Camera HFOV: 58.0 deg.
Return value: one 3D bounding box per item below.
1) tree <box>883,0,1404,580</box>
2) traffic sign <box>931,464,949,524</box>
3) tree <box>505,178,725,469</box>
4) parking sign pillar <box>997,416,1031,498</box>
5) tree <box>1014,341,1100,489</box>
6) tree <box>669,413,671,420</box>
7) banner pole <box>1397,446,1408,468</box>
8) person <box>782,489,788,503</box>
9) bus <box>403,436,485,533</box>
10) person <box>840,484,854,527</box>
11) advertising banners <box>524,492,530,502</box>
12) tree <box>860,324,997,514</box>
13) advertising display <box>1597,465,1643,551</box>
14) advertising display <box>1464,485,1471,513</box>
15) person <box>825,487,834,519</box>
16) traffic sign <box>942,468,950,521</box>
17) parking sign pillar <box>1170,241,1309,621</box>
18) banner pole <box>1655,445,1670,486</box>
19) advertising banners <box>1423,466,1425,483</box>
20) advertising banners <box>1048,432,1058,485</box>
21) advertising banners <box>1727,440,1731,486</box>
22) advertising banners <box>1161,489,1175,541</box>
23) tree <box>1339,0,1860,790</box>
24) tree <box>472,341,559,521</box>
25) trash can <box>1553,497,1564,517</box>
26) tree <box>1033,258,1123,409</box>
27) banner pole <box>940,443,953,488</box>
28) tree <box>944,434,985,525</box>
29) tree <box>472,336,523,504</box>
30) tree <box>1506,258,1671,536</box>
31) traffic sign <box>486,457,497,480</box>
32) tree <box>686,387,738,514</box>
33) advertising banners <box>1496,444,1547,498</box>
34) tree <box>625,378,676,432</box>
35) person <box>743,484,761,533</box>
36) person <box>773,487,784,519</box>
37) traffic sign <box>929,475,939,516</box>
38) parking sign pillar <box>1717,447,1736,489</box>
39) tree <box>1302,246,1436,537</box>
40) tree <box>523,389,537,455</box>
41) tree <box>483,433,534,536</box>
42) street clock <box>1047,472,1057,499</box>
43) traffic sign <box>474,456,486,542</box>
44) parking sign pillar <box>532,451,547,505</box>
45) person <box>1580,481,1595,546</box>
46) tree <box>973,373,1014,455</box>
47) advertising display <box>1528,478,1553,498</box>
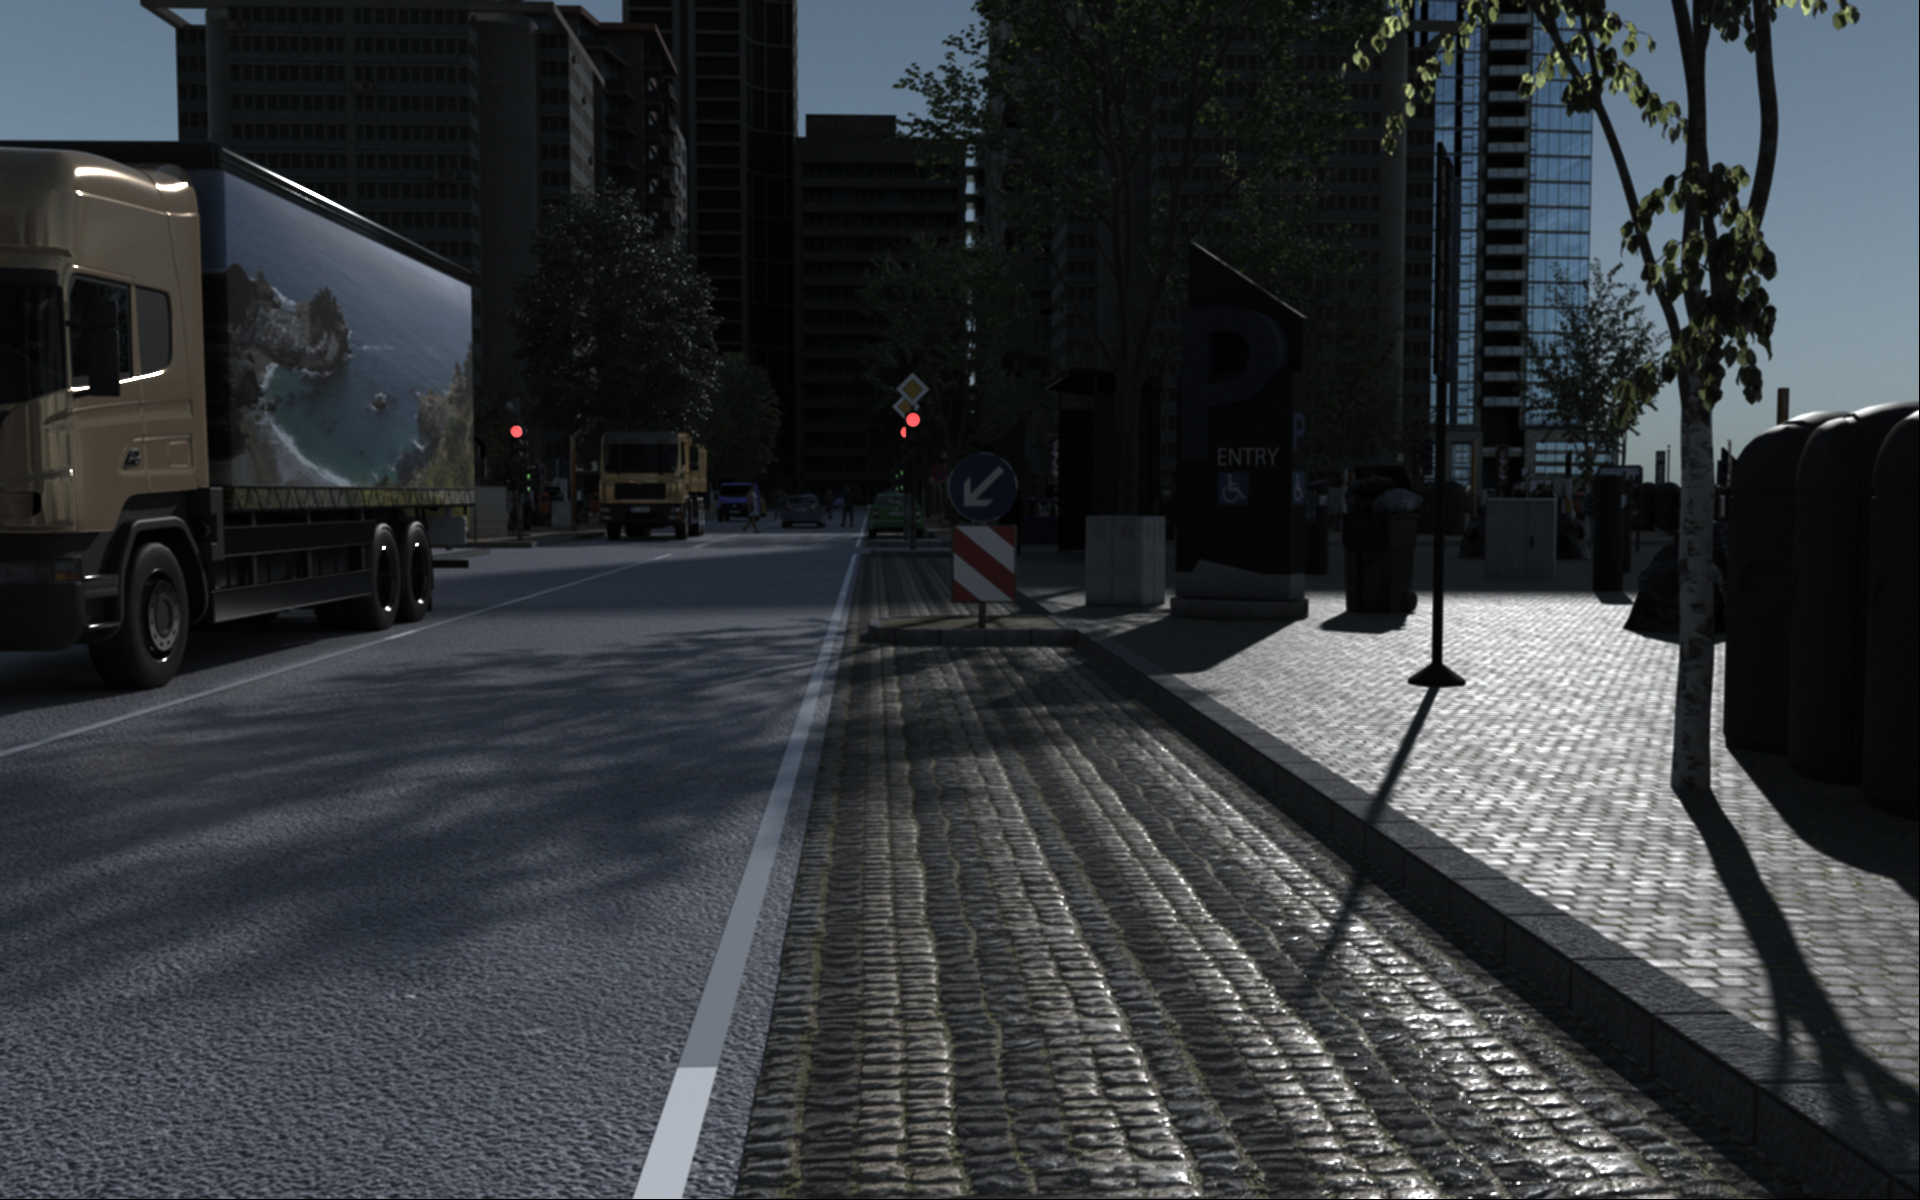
[{"bbox_3d":[2.546,-6.104,25.554,9.928,11.665,9.643,0,3,0],"label":"tree"},{"bbox_3d":[-0.856,-4.528,74.134,0.768,2.556,0.104,0,4,4],"label":"traffic sign"},{"bbox_3d":[-13.752,-10.004,70.226,9.857,13.997,8.962,0,3,0],"label":"tree"},{"bbox_3d":[1.882,-4.399,60.396,1.447,3.967,1.447,-3,5,-41],"label":"parking sign pillar"},{"bbox_3d":[5.022,-8.156,83.705,4.737,8.622,4.395,0,3,0],"label":"tree"},{"bbox_3d":[-17.191,-12.062,122.971,9.928,11.665,9.643,0,3,0],"label":"tree"},{"bbox_3d":[23.074,-6.132,90.268,0.863,3.779,0.401,-2,4,-24],"label":"banner pole"},{"bbox_3d":[-12.988,-7.310,128.007,1.348,1.826,0.705,3,4,37],"label":"person"},{"bbox_3d":[-18.423,-3.178,43.513,12.252,3.916,2.896,0,4,-4],"label":"bus"},{"bbox_3d":[-4.942,-4.129,75.778,0.659,1.850,0.755,-3,4,-38],"label":"person"},{"bbox_3d":[-21.893,-5.572,87.294,0.090,3.025,2.074,0,4,-3],"label":"advertising banners"},{"bbox_3d":[-2.009,-12.057,114.141,9.611,12.733,9.660,0,3,0],"label":"tree"},{"bbox_3d":[14.822,-2.063,38.942,0.974,1.923,0.123,3,5,40],"label":"advertising display"},{"bbox_3d":[34.784,-6.936,118.624,0.123,1.923,0.974,3,4,38],"label":"advertising display"},{"bbox_3d":[-7.495,-5.563,99.422,0.622,1.834,0.822,2,4,28],"label":"person"},{"bbox_3d":[-0.664,-5.122,83.848,0.768,2.556,0.104,0,4,2],"label":"traffic sign"},{"bbox_3d":[2.944,-1.815,18.142,1.447,3.967,1.447,2,4,33],"label":"parking sign pillar"},{"bbox_3d":[35.959,-6.026,88.544,0.863,3.779,0.401,0,4,8],"label":"banner pole"},{"bbox_3d":[28.512,-6.826,107.797,0.090,3.025,2.074,0,4,-8],"label":"advertising banners"},{"bbox_3d":[3.209,-3.198,48.471,0.090,3.025,2.074,-3,5,-42],"label":"advertising banners"},{"bbox_3d":[25.263,-3.695,56.602,0.090,3.025,2.074,2,4,35],"label":"advertising banners"},{"bbox_3d":[6.426,-3.164,47.918,2.074,3.025,0.090,-1,4,-13],"label":"advertising banners"},{"bbox_3d":[2.960,-3.483,7.317,4.360,8.622,3.978,0,3,0],"label":"tree"},{"bbox_3d":[-21.491,-8.101,82.821,4.737,8.622,4.395,0,3,0],"label":"tree"},{"bbox_3d":[26.829,-4.067,78.151,0.748,1.137,0.748,0,3,0],"label":"trash can"},{"bbox_3d":[4.649,-6.225,52.149,4.360,8.622,3.978,0,3,0],"label":"tree"},{"bbox_3d":[-0.590,-5.799,84.833,0.863,3.779,0.401,1,4,20],"label":"banner pole"},{"bbox_3d":[0.442,-3.743,55.797,1.663,3.219,1.824,0,3,0],"label":"tree"},{"bbox_3d":[-22.511,-7.765,77.317,4.360,8.622,3.978,0,3,0],"label":"tree"},{"bbox_3d":[19.131,-6.297,53.318,4.737,8.622,4.395,0,3,0],"label":"tree"},{"bbox_3d":[-14.680,-3.246,54.255,0.795,2.450,0.064,0,4,5],"label":"traffic sign"},{"bbox_3d":[-16.656,-10.009,114.002,4.737,8.622,4.395,0,3,0],"label":"tree"},{"bbox_3d":[19.327,-3.886,59.719,0.090,3.025,2.074,-3,4,-36],"label":"advertising banners"},{"bbox_3d":[-19.541,-9.616,107.590,4.360,8.622,3.978,0,3,0],"label":"tree"},{"bbox_3d":[-7.622,-3.340,63.205,0.778,1.811,0.616,2,4,27],"label":"person"},{"bbox_3d":[-10.576,-5.676,101.113,0.655,1.846,0.447,-1,4,-11],"label":"person"},{"bbox_3d":[-1.433,-6.195,101.391,0.768,2.556,0.104,0,4,5],"label":"traffic sign"},{"bbox_3d":[44.073,-6.788,99.460,1.447,3.967,1.447,-1,4,-16],"label":"parking sign pillar"},{"bbox_3d":[11.280,-6.187,51.519,4.737,8.622,4.395,0,3,0],"label":"tree"},{"bbox_3d":[-29.850,-10.064,114.914,4.360,8.622,3.978,0,3,0],"label":"tree"},{"bbox_3d":[-13.665,-3.574,53.033,1.663,3.219,1.824,0,3,0],"label":"tree"},{"bbox_3d":[3.037,-3.198,56.858,0.358,2.002,0.471,-1,4,-13],"label":"street clock"},{"bbox_3d":[-13.066,-2.722,46.642,0.606,2.300,0.079,0,4,6],"label":"traffic sign"},{"bbox_3d":[-26.667,-7.424,109.851,1.447,3.967,1.447,1,4,9],"label":"parking sign pillar"},{"bbox_3d":[16.486,-2.210,44.975,0.721,1.781,0.623,3,5,42],"label":"person"},{"bbox_3d":[2.573,-9.271,101.943,4.737,8.622,4.395,0,3,0],"label":"tree"},{"bbox_3d":[23.742,-4.014,70.842,0.974,1.923,0.123,1,4,8],"label":"advertising display"}]
